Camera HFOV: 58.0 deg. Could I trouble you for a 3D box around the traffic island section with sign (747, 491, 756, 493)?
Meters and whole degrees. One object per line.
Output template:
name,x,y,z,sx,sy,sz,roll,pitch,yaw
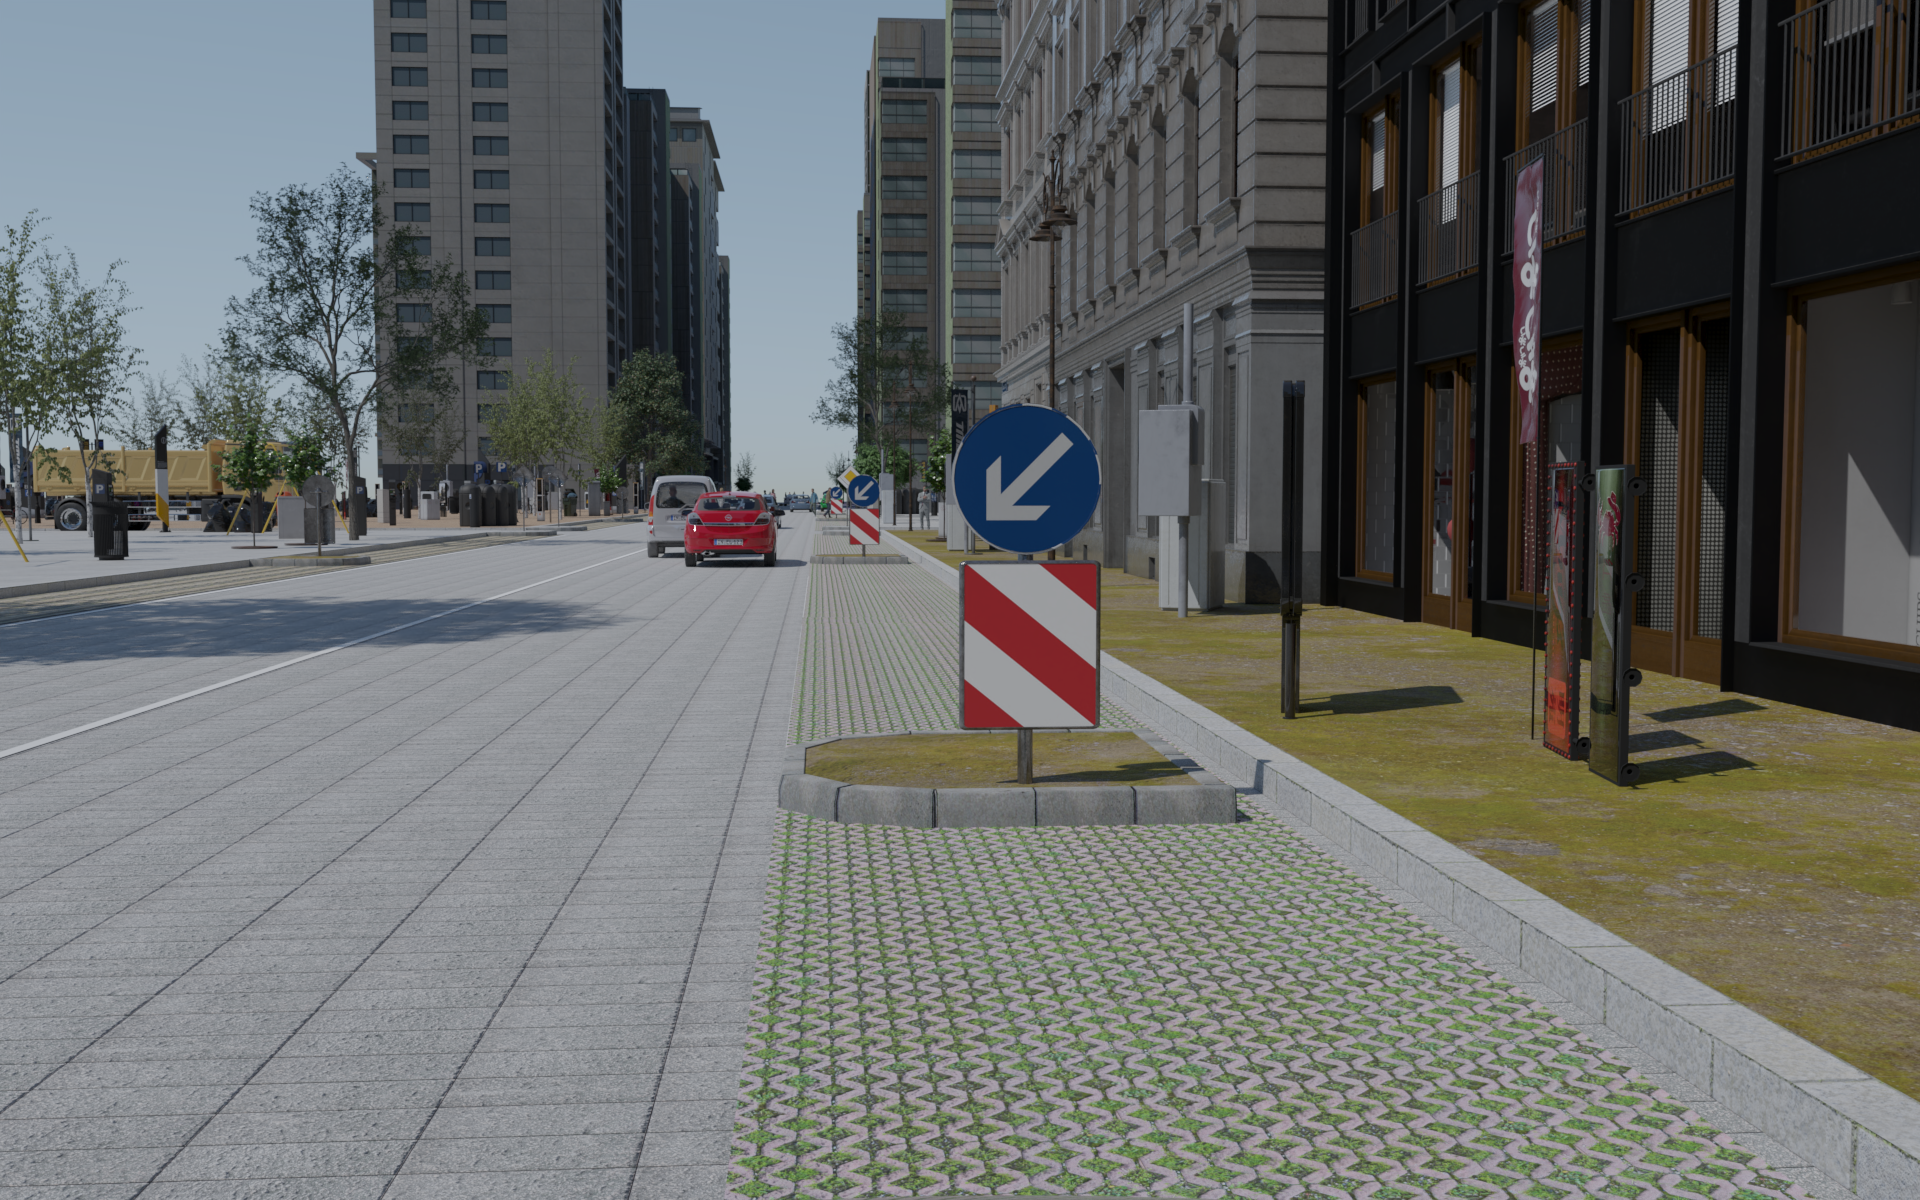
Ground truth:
traffic island section with sign,-32.696,-16.386,276.535,1.989,1.847,2.006,0,4,-5

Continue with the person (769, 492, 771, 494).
person,-27.748,-14.947,253.019,1.348,1.807,0.705,0,4,7

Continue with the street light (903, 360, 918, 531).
street light,-1.708,-5.318,59.741,0.468,5.910,1.993,0,4,-5

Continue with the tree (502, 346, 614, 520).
tree,-19.885,-8.297,86.022,4.737,8.622,4.395,0,3,0

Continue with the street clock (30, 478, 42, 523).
street clock,-40.290,-4.345,75.618,0.358,2.002,0.471,3,4,39

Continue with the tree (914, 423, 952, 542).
tree,-0.203,-3.337,49.157,1.663,3.219,1.824,0,3,0

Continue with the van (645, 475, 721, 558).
van,-6.381,-2.044,40.428,2.013,2.044,4.112,0,4,-6

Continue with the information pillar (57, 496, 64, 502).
information pillar,-55.099,-6.214,106.082,0.304,2.012,0.304,-1,4,-13

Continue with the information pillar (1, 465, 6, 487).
information pillar,-72.860,-8.590,131.807,0.504,3.616,0.183,1,4,16

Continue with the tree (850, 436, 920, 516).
tree,-4.000,-7.178,101.075,4.285,4.588,4.351,0,3,0

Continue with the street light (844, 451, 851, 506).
street light,-11.787,-12.895,183.613,0.468,5.910,1.993,0,4,-5

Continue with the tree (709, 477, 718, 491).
tree,-28.296,-12.296,195.647,1.663,3.219,1.824,0,3,0

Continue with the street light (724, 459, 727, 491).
street light,-30.781,-15.573,227.406,0.468,5.910,1.993,0,4,-5

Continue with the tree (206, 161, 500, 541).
tree,-16.742,-6.945,47.960,8.767,10.594,7.601,0,4,0

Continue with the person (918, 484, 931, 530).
person,-1.353,-3.489,65.724,0.511,1.800,0.466,0,3,0

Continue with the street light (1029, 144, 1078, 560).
street light,1.244,-3.095,23.398,0.468,5.910,1.993,0,4,-5

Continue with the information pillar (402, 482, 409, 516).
information pillar,-32.957,-6.029,103.061,0.304,2.012,0.304,-3,5,-42

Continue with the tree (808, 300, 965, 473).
tree,-3.414,-9.056,82.473,8.767,10.594,7.601,2,4,25

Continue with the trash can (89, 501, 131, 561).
trash can,-16.464,-1.341,33.578,0.748,1.137,0.748,0,3,0

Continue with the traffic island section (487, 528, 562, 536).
traffic island section,-15.048,-2.289,59.702,2.009,0.180,2.903,0,4,-5

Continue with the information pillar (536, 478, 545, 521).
information pillar,-19.774,-4.721,81.680,0.304,2.012,0.304,0,4,5

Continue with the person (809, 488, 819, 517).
person,-9.174,-6.119,108.889,0.444,1.785,0.601,-3,5,-44

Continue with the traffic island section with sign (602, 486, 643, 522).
traffic island section with sign,-17.505,-4.973,89.944,1.989,1.847,2.006,0,4,-5

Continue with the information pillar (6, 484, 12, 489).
information pillar,-68.643,-7.375,125.077,0.304,2.012,0.304,0,4,-6

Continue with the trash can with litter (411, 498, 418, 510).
trash can with litter,-44.504,-7.912,140.743,1.055,1.170,0.624,-1,4,-10

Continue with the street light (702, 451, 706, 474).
street light,-27.083,-12.844,182.793,0.468,5.910,1.993,0,4,-5

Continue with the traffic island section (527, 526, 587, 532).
traffic island section,-15.695,-2.776,67.661,2.009,0.180,2.903,0,4,-5

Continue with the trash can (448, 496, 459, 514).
trash can,-32.482,-6.092,111.259,0.748,1.137,0.748,0,3,0

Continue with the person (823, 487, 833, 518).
person,-7.876,-5.831,103.746,0.656,1.842,0.836,3,5,39

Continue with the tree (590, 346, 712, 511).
tree,-24.047,-13.301,134.486,9.611,12.733,9.660,0,3,0

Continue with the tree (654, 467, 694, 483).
tree,-24.595,-10.122,149.205,4.285,4.588,4.351,0,3,0

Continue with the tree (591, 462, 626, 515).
tree,-21.692,-6.763,105.177,1.663,3.219,1.824,0,3,0

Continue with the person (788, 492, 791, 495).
person,-22.907,-13.669,232.899,0.541,1.710,0.530,1,4,11

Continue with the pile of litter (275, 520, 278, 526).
pile of litter,-28.729,-3.737,75.068,1.719,0.858,1.176,-2,4,-28

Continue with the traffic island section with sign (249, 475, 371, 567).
traffic island section with sign,-13.048,-1.612,34.978,1.989,1.847,2.006,0,4,-5

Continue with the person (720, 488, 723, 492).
person,-13.561,-5.466,98.219,0.624,1.780,0.694,-1,4,-22

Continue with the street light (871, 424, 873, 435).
street light,-5.418,-8.192,106.729,0.468,5.910,1.993,0,4,-5

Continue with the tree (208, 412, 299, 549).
tree,-16.681,-2.826,40.806,1.663,3.219,1.824,0,3,0

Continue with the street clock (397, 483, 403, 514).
street clock,-35.174,-6.384,108.948,0.471,2.002,0.358,-1,4,-15

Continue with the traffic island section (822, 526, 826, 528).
traffic island section,-4.441,-2.831,68.568,2.009,0.180,2.903,0,4,-5

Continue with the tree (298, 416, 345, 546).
tree,-16.259,-2.982,43.362,1.663,3.219,1.824,0,3,0

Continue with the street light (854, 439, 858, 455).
street light,-8.872,-10.715,147.985,0.468,5.910,1.993,0,4,-5

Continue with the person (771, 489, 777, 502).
person,-13.809,-7.325,128.275,0.388,1.821,0.555,2,4,31

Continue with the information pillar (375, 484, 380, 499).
information pillar,-40.831,-7.153,121.436,0.304,2.012,0.304,-1,4,-11

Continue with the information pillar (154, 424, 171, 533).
information pillar,-26.579,-4.057,57.688,0.183,3.616,0.504,1,4,18

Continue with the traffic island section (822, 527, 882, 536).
traffic island section,-3.793,-2.344,60.609,2.009,0.180,2.903,0,4,-5

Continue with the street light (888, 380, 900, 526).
street light,-2.668,-5.969,70.380,0.468,5.910,1.993,0,4,-5

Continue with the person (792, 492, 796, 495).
person,-25.799,-15.984,269.865,1.348,1.821,0.705,-2,4,-29

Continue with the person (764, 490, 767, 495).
person,-18.997,-9.781,168.425,0.705,1.824,1.348,-2,4,-26

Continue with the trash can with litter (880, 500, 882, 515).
trash can with litter,-4.778,-5.651,103.787,1.055,1.170,0.624,0,4,5

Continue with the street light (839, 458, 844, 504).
street light,-15.602,-15.798,231.089,0.468,5.910,1.993,0,4,-5

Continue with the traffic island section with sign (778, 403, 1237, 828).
traffic island section with sign,0.129,0.017,8.343,1.989,1.847,2.006,0,4,-5

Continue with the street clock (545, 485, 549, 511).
street clock,-32.110,-7.943,134.445,0.358,2.002,0.471,2,4,30

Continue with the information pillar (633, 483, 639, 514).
information pillar,-20.910,-6.562,111.772,0.304,2.012,0.304,0,4,-7

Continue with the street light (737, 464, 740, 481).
street light,-33.603,-17.753,263.042,0.468,5.910,1.993,0,4,-5
